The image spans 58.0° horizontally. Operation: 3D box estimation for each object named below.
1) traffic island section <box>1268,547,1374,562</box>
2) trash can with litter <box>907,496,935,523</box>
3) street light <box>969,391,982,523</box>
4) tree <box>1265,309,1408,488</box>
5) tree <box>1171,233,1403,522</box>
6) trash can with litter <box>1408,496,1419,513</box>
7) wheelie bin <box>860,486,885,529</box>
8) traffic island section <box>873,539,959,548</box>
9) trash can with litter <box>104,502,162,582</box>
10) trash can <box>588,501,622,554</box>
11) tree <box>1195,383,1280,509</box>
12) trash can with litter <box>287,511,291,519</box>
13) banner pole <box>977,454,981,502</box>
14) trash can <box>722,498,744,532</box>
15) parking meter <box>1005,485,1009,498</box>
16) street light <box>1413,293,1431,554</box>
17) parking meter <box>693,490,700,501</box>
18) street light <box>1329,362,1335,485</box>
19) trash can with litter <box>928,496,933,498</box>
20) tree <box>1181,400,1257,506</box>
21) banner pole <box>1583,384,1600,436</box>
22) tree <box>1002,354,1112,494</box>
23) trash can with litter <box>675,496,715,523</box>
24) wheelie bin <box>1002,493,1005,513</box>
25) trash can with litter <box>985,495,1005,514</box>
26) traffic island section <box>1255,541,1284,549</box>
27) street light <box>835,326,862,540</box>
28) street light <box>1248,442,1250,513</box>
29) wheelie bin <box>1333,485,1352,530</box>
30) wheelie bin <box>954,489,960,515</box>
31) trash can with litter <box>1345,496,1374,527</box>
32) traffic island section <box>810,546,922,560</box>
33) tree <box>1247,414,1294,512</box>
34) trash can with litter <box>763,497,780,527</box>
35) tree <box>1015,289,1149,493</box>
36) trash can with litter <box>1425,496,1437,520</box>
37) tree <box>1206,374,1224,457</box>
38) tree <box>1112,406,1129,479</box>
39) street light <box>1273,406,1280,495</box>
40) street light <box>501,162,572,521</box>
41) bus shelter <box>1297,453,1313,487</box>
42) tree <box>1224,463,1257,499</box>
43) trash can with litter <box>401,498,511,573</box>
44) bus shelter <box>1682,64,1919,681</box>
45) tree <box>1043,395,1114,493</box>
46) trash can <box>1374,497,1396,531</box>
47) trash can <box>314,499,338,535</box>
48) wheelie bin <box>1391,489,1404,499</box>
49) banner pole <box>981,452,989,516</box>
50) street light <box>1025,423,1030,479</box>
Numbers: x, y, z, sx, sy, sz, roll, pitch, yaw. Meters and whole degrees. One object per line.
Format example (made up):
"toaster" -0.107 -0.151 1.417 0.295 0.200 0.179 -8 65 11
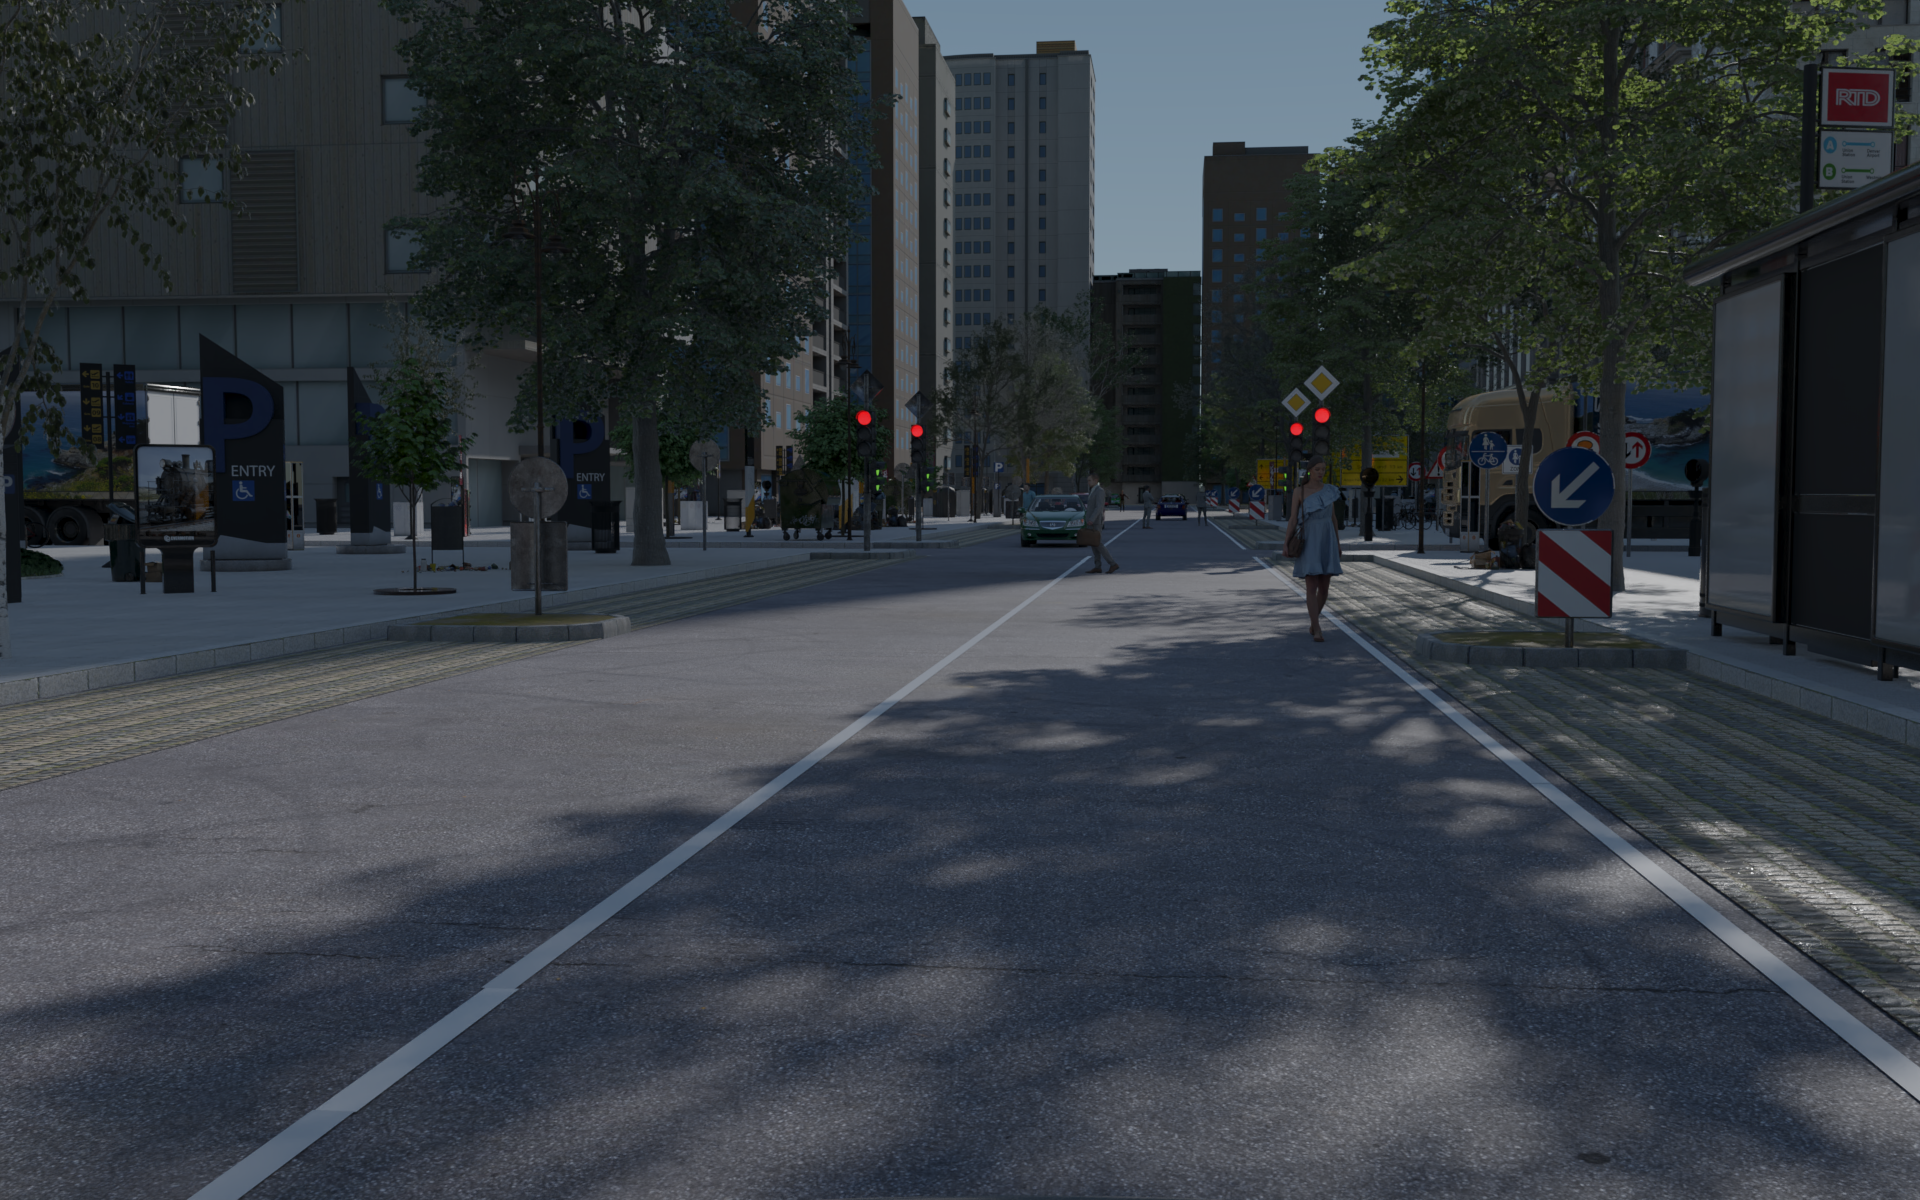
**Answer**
"traffic island section" 7.890 -0.956 37.918 2.009 0.180 2.903 0 4 7
"trash can with litter" -2.188 -4.021 76.794 1.678 1.210 2.233 -1 4 -22
"street light" 0.680 -6.405 77.507 0.468 5.910 1.993 0 4 7
"tree" 13.508 -6.952 64.032 4.737 8.622 4.395 0 3 0
"tree" 15.495 -10.432 80.927 12.009 13.543 11.850 0 3 0
"trash can with litter" 27.251 -5.673 104.142 0.624 1.170 1.055 2 4 35
"wheelie bin" -3.189 -3.432 64.025 0.980 1.594 0.693 -2 4 -30
"traffic island section" -1.140 -1.517 47.086 2.009 0.180 2.903 0 4 7
"trash can with litter" -11.967 -0.858 25.411 1.055 1.170 0.624 1 4 8
"trash can" -7.685 -1.584 37.546 0.748 1.137 0.748 0 3 0
"tree" 24.585 -13.900 153.015 9.928 11.665 9.643 0 3 0
"trash can with litter" -13.945 -1.419 34.580 0.624 1.170 1.055 2 4 26
"banner pole" 1.218 -7.185 107.491 0.401 3.779 0.863 2 4 31
"trash can" -7.776 -2.912 59.266 0.748 1.137 0.748 0 3 0
"parking meter" 3.027 -6.259 108.050 0.399 1.863 0.255 3 4 36
"street light" 9.943 -3.939 37.184 0.468 5.910 1.993 0 4 7
"parking meter" -14.750 -5.424 97.096 0.372 1.533 0.369 0 3 0
"street light" 12.694 -5.289 59.269 0.468 5.910 1.993 0 4 7
"trash can with litter" -1.768 -5.836 106.804 0.624 1.170 1.055 1 4 16
"tree" 28.617 -16.610 188.585 9.611 12.733 9.660 0 3 0
"banner pole" 13.296 -2.830 36.281 0.401 3.779 0.863 -3 5 -43
"tree" 7.328 -13.418 137.505 7.486 12.596 7.792 0 3 0
"trash can with litter" -12.030 -4.041 77.126 2.233 1.210 1.678 -1 4 -12
"wheelie bin" 3.203 -6.464 113.591 0.693 1.594 0.980 2 4 29
"trash can with litter" 2.260 -6.040 109.812 2.233 1.210 1.678 -1 4 -14
"traffic island section" 8.874 -1.441 45.843 2.009 0.180 2.903 0 4 7
"street light" -3.058 -4.588 47.798 0.468 5.910 1.993 0 4 7
"street light" 19.902 -8.942 118.994 0.468 5.910 1.993 0 4 7
"wheelie bin" 13.361 -3.291 61.716 0.693 1.594 0.980 0 4 -7
"wheelie bin" -0.264 -6.034 106.569 0.980 1.594 0.693 -3 4 -37
"trash can with litter" 15.309 -3.461 67.649 1.678 1.210 2.233 1 4 15
"traffic island section" -2.124 -1.032 39.162 2.009 0.180 2.903 0 4 7
"tree" 21.948 -10.570 123.175 4.360 8.622 3.978 0 3 0
"trash can with litter" -7.020 -3.444 67.361 2.233 1.210 1.678 0 4 4
"tree" 11.642 -18.468 157.839 12.611 20.169 13.585 0 3 0
"trash can with litter" 22.844 -4.417 83.611 0.624 1.170 1.055 0 4 -5
"tree" 12.360 -8.203 52.252 7.486 12.596 7.792 0 3 0
"tree" 15.600 -17.178 198.983 7.486 12.596 7.792 0 3 0
"street light" 16.361 -7.143 89.570 0.468 5.910 1.993 0 4 7
"street light" -5.965 -3.168 24.586 0.468 5.910 1.993 0 4 7
"bus shelter" 18.995 -7.043 92.784 2.179 5.291 8.768 0 4 7
"tree" 27.902 -11.517 172.014 4.285 4.588 4.351 0 3 0
"trash can with litter" -8.200 -1.102 29.077 2.233 1.210 1.678 -1 4 -16
"bus shelter" 7.404 -2.223 13.981 2.179 5.291 8.768 0 4 7
"tree" 12.342 -15.631 181.324 9.928 11.665 9.643 0 3 0
"trash can" 14.736 -2.964 60.116 0.748 1.137 0.748 0 3 0
"trash can" -19.962 -2.625 54.569 0.748 1.137 0.748 0 3 0
"wheelie bin" 25.858 -5.785 102.494 0.693 1.594 0.980 1 4 20
"banner pole" 1.607 -6.940 103.480 0.401 3.779 0.863 0 4 1
"street light" 4.250 -8.204 106.928 0.468 5.910 1.993 0 4 7
